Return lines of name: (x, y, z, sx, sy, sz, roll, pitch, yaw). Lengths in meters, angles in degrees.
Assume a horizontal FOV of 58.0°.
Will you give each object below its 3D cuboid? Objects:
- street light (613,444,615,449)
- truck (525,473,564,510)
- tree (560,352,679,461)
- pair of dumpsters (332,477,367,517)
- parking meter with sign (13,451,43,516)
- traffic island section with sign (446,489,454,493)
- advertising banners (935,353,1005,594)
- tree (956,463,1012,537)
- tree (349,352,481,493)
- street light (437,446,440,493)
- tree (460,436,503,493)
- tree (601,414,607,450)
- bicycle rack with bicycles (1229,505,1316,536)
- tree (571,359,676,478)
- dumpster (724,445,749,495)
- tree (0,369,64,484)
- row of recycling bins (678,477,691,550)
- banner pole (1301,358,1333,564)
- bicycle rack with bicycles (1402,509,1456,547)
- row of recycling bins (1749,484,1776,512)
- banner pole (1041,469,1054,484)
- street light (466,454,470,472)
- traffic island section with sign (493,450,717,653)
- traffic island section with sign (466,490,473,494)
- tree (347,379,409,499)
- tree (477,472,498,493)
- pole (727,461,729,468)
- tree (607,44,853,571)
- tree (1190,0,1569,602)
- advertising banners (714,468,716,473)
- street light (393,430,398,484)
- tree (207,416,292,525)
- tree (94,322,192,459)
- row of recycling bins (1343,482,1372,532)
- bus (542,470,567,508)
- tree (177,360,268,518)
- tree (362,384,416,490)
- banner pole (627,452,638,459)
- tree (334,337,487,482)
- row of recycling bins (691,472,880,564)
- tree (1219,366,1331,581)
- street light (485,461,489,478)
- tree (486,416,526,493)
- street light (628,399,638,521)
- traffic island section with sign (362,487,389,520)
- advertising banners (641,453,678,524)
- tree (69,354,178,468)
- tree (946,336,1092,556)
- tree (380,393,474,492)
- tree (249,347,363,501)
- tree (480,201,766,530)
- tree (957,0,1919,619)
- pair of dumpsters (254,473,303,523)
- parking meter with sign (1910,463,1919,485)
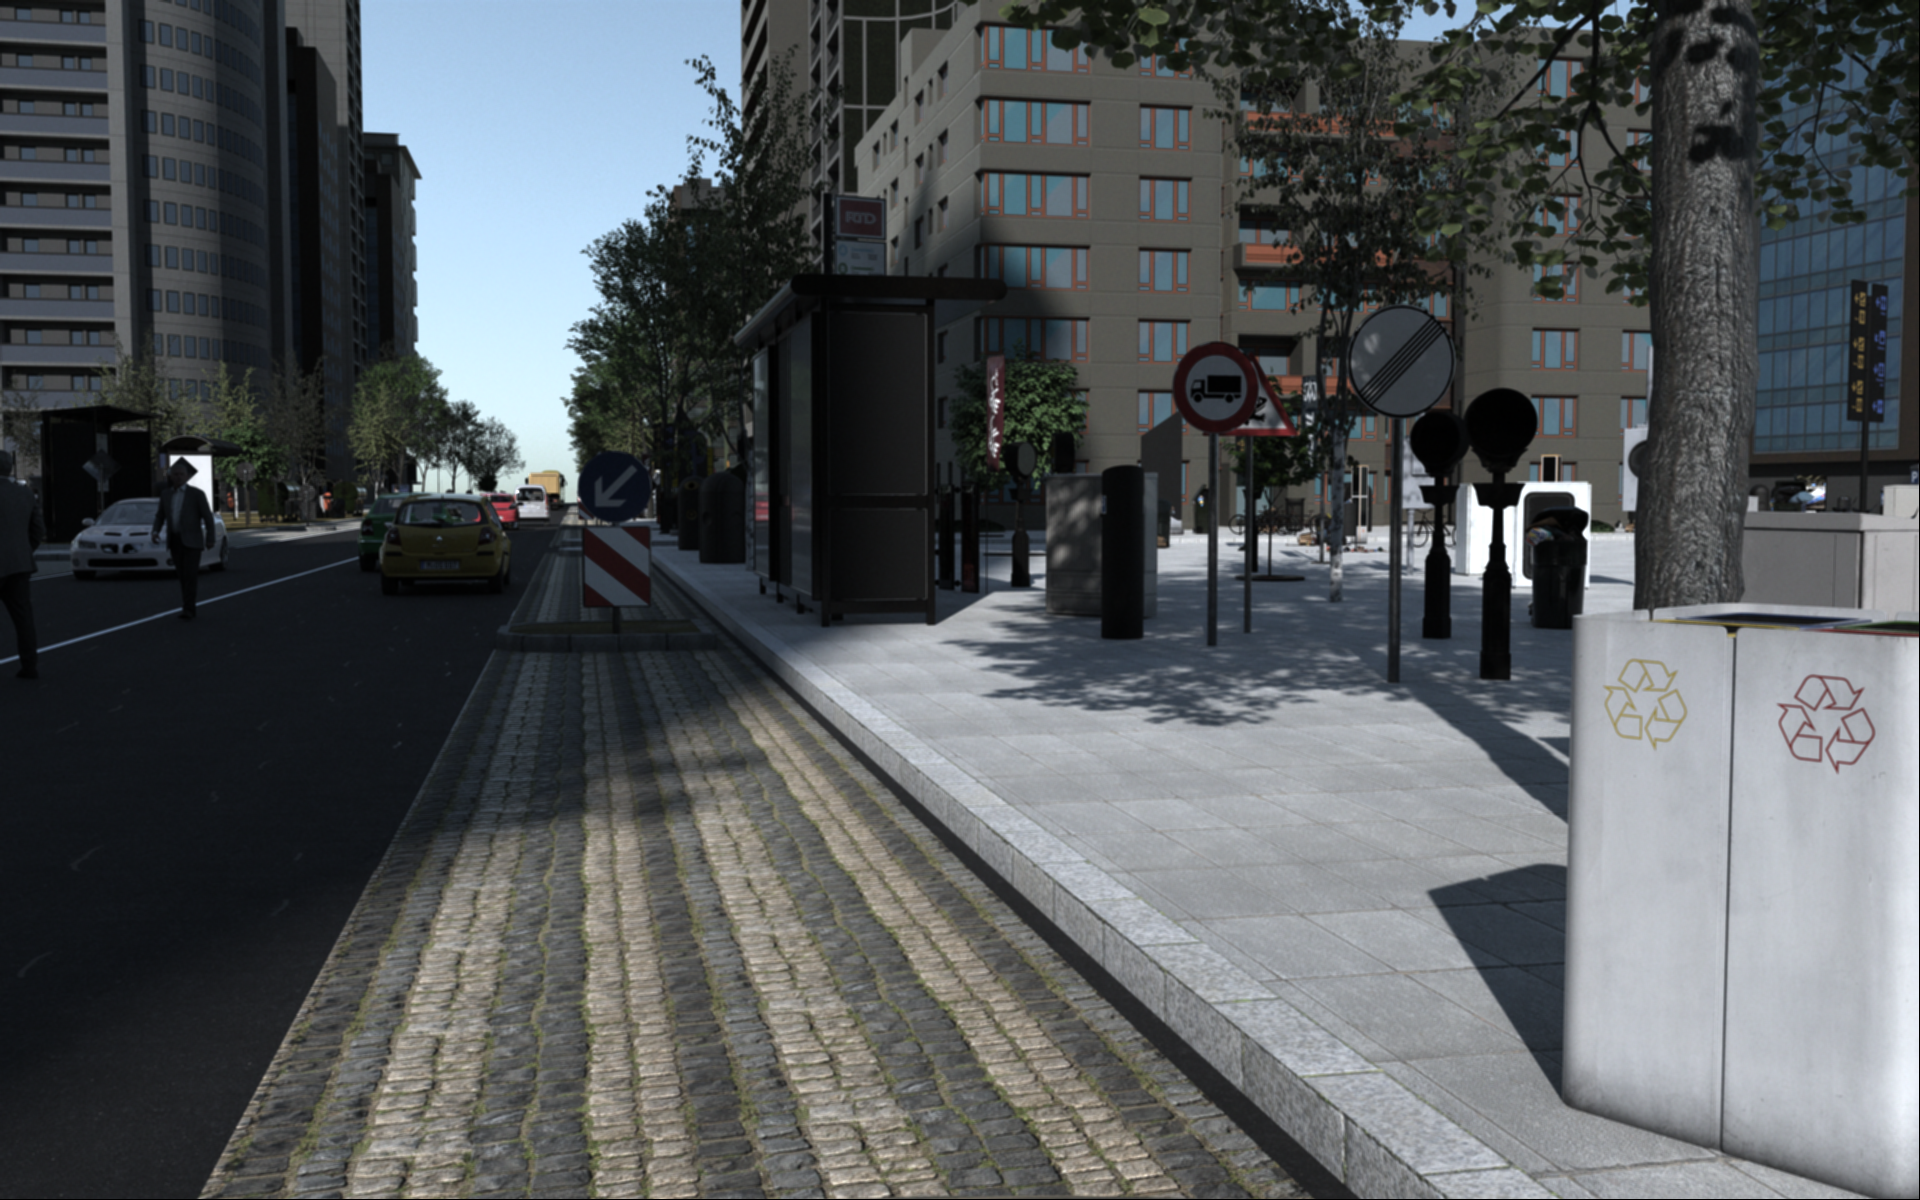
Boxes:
street light: (-24.269, -9.094, 121.467, 0.468, 5.910, 1.993, -1, 4, -12)
truck: (-37.463, -9.800, 156.149, 3.469, 3.379, 9.791, -1, 4, -13)
tree: (-26.232, -13.975, 135.148, 9.857, 13.997, 8.962, 0, 3, 0)
pair of dumpsters: (-34.867, -5.889, 98.778, 1.574, 2.255, 4.437, -1, 4, -12)
parking meter with sign: (-37.628, -4.555, 70.735, 1.738, 3.016, 0.543, -2, 4, -24)
traffic island section with sign: (-42.338, -8.273, 143.893, 1.989, 1.847, 2.006, -1, 4, -12)
advertising banners: (0.122, -1.612, 22.536, 0.090, 3.025, 2.074, -2, 4, -25)
tree: (0.854, -3.498, 51.787, 1.663, 3.219, 1.824, 0, 3, 0)
tree: (-40.691, -12.259, 126.187, 9.928, 11.665, 9.643, 0, 3, 0)
street light: (-47.641, -11.340, 158.193, 0.468, 5.910, 1.993, -1, 4, -12)
tree: (-57.984, -15.648, 206.208, 4.737, 8.622, 4.395, 0, 3, 0)
tree: (-20.616, -9.648, 108.107, 4.737, 8.622, 4.395, 0, 3, 0)
bicycle rack with bicycles: (9.852, -2.520, 54.582, 2.925, 0.926, 2.852, 2, 4, 29)
tree: (-22.430, -11.077, 115.523, 7.601, 10.594, 8.767, 0, 4, -3)
dumpster: (-4.215, -2.024, 35.585, 1.502, 2.255, 1.985, -1, 4, -12)
tree: (-55.576, -9.355, 103.321, 4.360, 8.622, 3.978, 0, 3, 0)
row of recycling bins: (-4.948, -1.957, 39.111, 3.534, 1.692, 1.069, 2, 4, 33)
banner pole: (6.580, -2.575, 32.115, 0.401, 3.779, 0.863, -2, 4, -28)
bicycle rack with bicycles: (11.956, -1.719, 41.490, 2.925, 0.926, 2.852, -3, 4, -36)
row of recycling bins: (46.149, -5.567, 98.127, 1.069, 1.692, 3.534, -1, 4, -13)
banner pole: (2.785, -3.817, 52.417, 0.863, 3.779, 0.401, -2, 4, -32)
street light: (-57.218, -14.007, 201.806, 0.468, 5.910, 1.993, -1, 4, -12)
traffic island section with sign: (-3.406, -0.483, 16.518, 1.989, 1.847, 2.006, -1, 4, -12)
traffic island section with sign: (-48.155, -9.883, 170.216, 1.989, 1.847, 2.006, -1, 4, -12)
tree: (-37.424, -9.823, 110.966, 4.737, 8.622, 4.395, 0, 3, 0)
tree: (-69.605, -16.601, 255.136, 4.285, 4.588, 4.351, 0, 3, 0)
pole: (-14.190, -6.864, 106.077, 0.158, 3.312, 0.155, 0, 3, 0)
tree: (-3.579, -4.798, 28.815, 4.737, 8.622, 4.395, 0, 3, 0)
tree: (4.702, -4.282, 20.367, 4.360, 8.622, 3.978, 0, 3, 0)
advertising banners: (-16.047, -7.394, 117.075, 2.074, 3.025, 0.090, -2, 4, -33)
street light: (-39.407, -9.063, 120.972, 0.468, 5.910, 1.993, -1, 4, -12)
tree: (-29.838, -5.423, 72.384, 4.285, 4.588, 4.351, 0, 3, 0)
tree: (-35.384, -7.603, 74.666, 4.360, 8.622, 3.978, 0, 3, 0)
row of recycling bins: (13.594, -3.247, 60.197, 1.069, 1.692, 3.534, 0, 4, 4)
bus: (-42.696, -11.556, 180.494, 2.896, 3.916, 12.252, -1, 4, -10)
tree: (-39.429, -8.792, 94.106, 4.737, 8.622, 4.395, 0, 3, 0)
tree: (-38.780, -10.151, 116.326, 4.360, 8.622, 3.978, 0, 3, 0)
banner pole: (-19.781, -6.994, 104.375, 0.863, 3.779, 0.401, -1, 4, -14)
tree: (-44.111, -13.808, 136.129, 12.009, 13.543, 11.850, 0, 3, 0)
row of recycling bins: (-3.170, -1.568, 32.744, 3.534, 1.692, 1.069, -2, 4, -26)
tree: (4.520, -1.905, 25.745, 1.663, 3.219, 1.824, 0, 3, 0)
street light: (-65.460, -16.319, 239.598, 0.468, 5.910, 1.993, -1, 4, -12)
tree: (-73.104, -21.972, 269.607, 12.009, 13.543, 11.850, 0, 3, 0)
street light: (-15.671, -6.751, 83.168, 0.468, 5.910, 1.993, -1, 4, -12)
traffic island section with sign: (-31.305, -5.221, 93.986, 1.989, 1.847, 2.006, -1, 4, -12)
advertising banners: (-12.809, -4.785, 74.421, 2.074, 3.025, 0.090, 1, 4, 23)
tree: (-43.985, -8.566, 90.417, 4.737, 8.622, 4.395, 0, 3, 0)
tree: (1.177, -3.207, 36.141, 4.285, 4.588, 4.351, 0, 3, 0)
tree: (-46.467, -13.155, 149.492, 8.767, 10.594, 7.601, -1, 4, -23)
tree: (-32.696, -8.303, 86.118, 4.360, 8.622, 3.978, 0, 3, 0)
tree: (-10.415, -8.319, 61.772, 9.928, 11.665, 9.643, 0, 3, 0)
tree: (2.154, -5.317, 5.064, 7.486, 12.596, 7.792, 0, 3, 0)
pair of dumpsters: (-31.301, -4.714, 79.569, 1.574, 2.255, 4.437, -1, 4, -12)
parking meter with sign: (24.153, -2.876, 43.284, 1.738, 3.016, 0.543, 0, 4, -2)
